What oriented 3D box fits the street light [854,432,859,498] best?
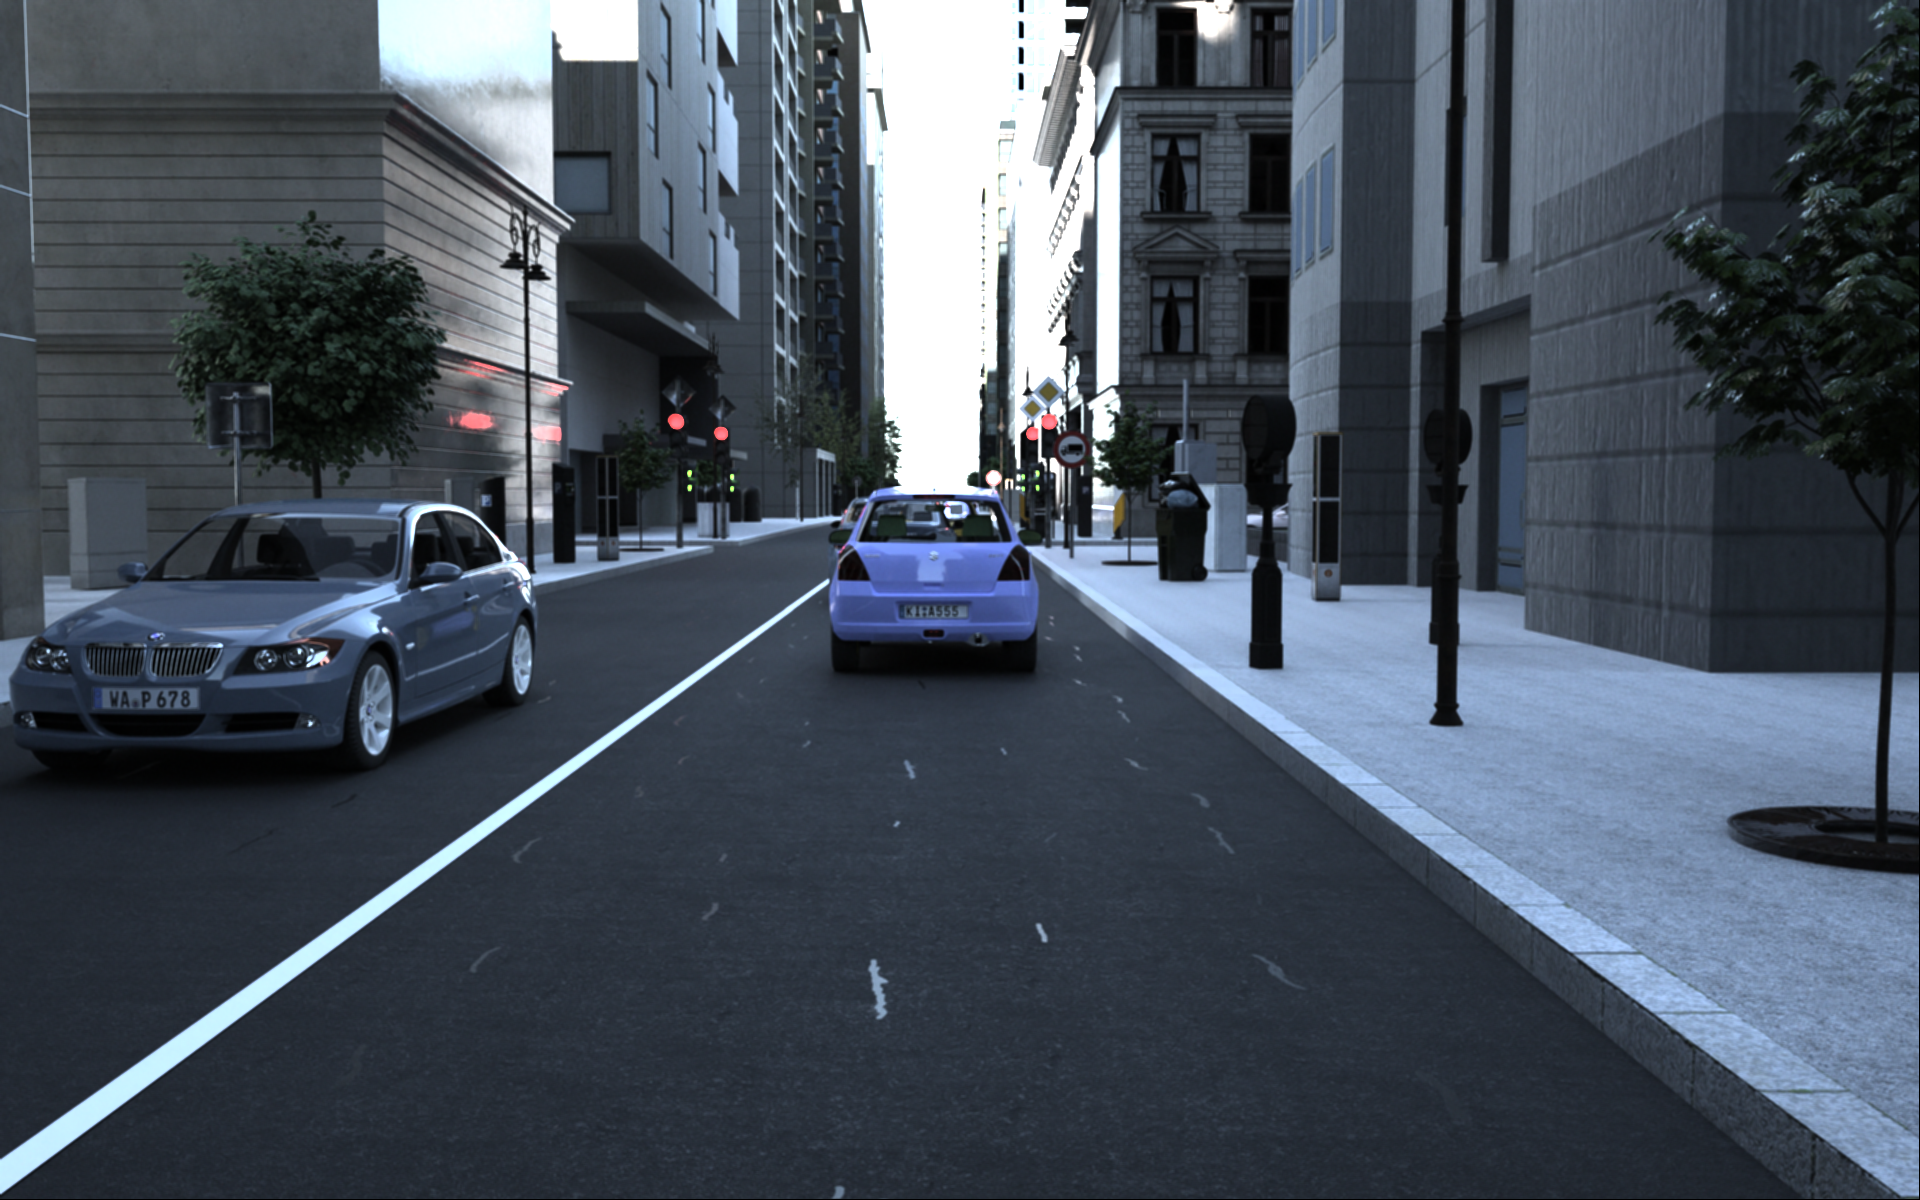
[{"bbox_3d":[-7.588,-9.356,125.764,0.468,5.910,1.993,0,4,0],"label":"street light"}]

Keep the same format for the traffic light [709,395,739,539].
[{"bbox_3d":[-6.681,-3.673,48.967,0.839,4.253,0.868,0,4,0],"label":"traffic light"}]

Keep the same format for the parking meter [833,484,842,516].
[{"bbox_3d":[-7.159,-5.796,100.472,0.399,1.863,0.255,1,4,16],"label":"parking meter"}]

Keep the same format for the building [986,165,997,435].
[{"bbox_3d":[10.218,-32.678,217.878,14.154,41.232,14.086,0,4,0],"label":"building"}]

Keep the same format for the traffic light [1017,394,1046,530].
[{"bbox_3d":[2.030,-3.677,49.034,0.839,4.253,0.868,0,4,0],"label":"traffic light"}]

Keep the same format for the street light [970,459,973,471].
[{"bbox_3d":[1.652,-13.920,200.386,0.468,5.910,1.993,0,4,0],"label":"street light"}]

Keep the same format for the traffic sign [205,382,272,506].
[{"bbox_3d":[-6.608,-0.841,15.888,0.606,2.300,0.079,0,4,2],"label":"traffic sign"}]

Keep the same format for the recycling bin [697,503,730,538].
[{"bbox_3d":[-7.340,-2.386,51.563,0.722,1.027,0.722,-3,4,-37],"label":"recycling bin"}]

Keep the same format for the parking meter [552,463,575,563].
[{"bbox_3d":[-7.368,-1.622,32.233,0.399,1.863,0.255,3,4,38],"label":"parking meter"}]

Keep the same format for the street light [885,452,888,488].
[{"bbox_3d":[-7.965,-13.091,186.817,0.468,5.910,1.993,0,4,0],"label":"street light"}]

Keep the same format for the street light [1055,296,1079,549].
[{"bbox_3d":[2.508,-4.147,40.593,0.468,5.910,1.993,0,4,0],"label":"street light"}]

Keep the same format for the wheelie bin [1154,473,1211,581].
[{"bbox_3d":[3.273,-1.083,25.614,0.693,1.594,0.980,-1,4,-19],"label":"wheelie bin"}]

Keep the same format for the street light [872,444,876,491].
[{"bbox_3d":[-7.723,-11.224,156.306,0.468,5.910,1.993,0,4,0],"label":"street light"}]

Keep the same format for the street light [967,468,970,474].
[{"bbox_3d":[1.489,-15.193,221.189,0.468,5.910,1.993,0,4,0],"label":"street light"}]

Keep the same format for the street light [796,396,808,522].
[{"bbox_3d":[-7.363,-6.585,80.450,0.468,5.910,1.993,0,4,0],"label":"street light"}]

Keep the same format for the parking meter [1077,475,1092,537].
[{"bbox_3d":[3.727,-2.847,52.254,0.255,1.863,0.399,2,4,28],"label":"parking meter"}]

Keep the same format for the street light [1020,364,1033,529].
[{"bbox_3d":[2.400,-5.435,61.655,0.468,5.910,1.993,0,4,0],"label":"street light"}]

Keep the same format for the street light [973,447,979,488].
[{"bbox_3d":[1.801,-12.055,169.892,0.468,5.910,1.993,0,4,0],"label":"street light"}]

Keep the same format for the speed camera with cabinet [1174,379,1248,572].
[{"bbox_3d":[4.236,-2.140,29.326,0.660,3.252,2.038,-1,4,-13],"label":"speed camera with cabinet"}]

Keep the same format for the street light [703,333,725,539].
[{"bbox_3d":[-7.060,-4.711,49.807,0.468,5.910,1.993,0,4,0],"label":"street light"}]

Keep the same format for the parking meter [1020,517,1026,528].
[{"bbox_3d":[2.421,-3.683,65.924,0.255,1.863,0.399,0,4,-3],"label":"parking meter"}]

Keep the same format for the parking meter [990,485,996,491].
[{"bbox_3d":[1.890,-5.714,99.138,0.255,1.863,0.399,2,4,26],"label":"parking meter"}]

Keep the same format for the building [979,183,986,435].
[{"bbox_3d":[13.738,-35.756,239.227,22.147,44.769,28.867,0,4,0],"label":"building"}]

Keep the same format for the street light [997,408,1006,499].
[{"bbox_3d":[2.214,-7.335,92.709,0.468,5.910,1.993,0,4,0],"label":"street light"}]

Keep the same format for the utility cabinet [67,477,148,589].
[{"bbox_3d":[-11.597,-0.912,23.585,0.318,1.500,1.173,1,4,12],"label":"utility cabinet"}]

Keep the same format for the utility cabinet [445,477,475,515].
[{"bbox_3d":[-6.651,-0.876,22.996,0.318,1.500,1.173,-1,4,-20],"label":"utility cabinet"}]

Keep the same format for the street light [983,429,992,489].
[{"bbox_3d":[2.087,-9.200,123.203,0.468,5.910,1.993,0,4,0],"label":"street light"}]

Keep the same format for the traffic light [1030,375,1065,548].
[{"bbox_3d":[2.076,-3.188,41.049,0.839,4.253,0.868,0,4,0],"label":"traffic light"}]

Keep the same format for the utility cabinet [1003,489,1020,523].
[{"bbox_3d":[2.533,-4.177,76.979,1.173,1.500,0.318,1,4,20],"label":"utility cabinet"}]

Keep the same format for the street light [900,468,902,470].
[{"bbox_3d":[-8.182,-16.336,239.872,0.468,5.910,1.993,0,4,0],"label":"street light"}]

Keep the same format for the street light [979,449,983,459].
[{"bbox_3d":[1.952,-10.184,139.292,0.468,5.910,1.993,0,4,0],"label":"street light"}]

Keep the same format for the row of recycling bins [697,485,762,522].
[{"bbox_3d":[-10.781,-4.403,79.106,3.534,1.692,1.069,-2,4,-24],"label":"row of recycling bins"}]

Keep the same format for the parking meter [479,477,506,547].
[{"bbox_3d":[-6.770,-1.020,25.082,0.372,1.533,0.369,0,3,0],"label":"parking meter"}]

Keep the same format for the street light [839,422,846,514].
[{"bbox_3d":[-7.458,-8.450,110.945,0.468,5.910,1.993,0,4,0],"label":"street light"}]

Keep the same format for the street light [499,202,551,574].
[{"bbox_3d":[-6.933,-3.364,27.787,0.468,5.910,1.993,0,4,0],"label":"street light"}]

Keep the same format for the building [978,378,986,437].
[{"bbox_3d":[16.840,-25.953,269.374,27.650,21.520,28.899,0,4,0],"label":"building"}]

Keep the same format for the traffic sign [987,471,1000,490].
[{"bbox_3d":[1.867,-5.881,96.267,0.768,2.556,0.104,0,4,5],"label":"traffic sign"}]

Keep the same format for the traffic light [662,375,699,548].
[{"bbox_3d":[-6.635,-3.184,40.982,0.839,4.253,0.868,0,4,0],"label":"traffic light"}]

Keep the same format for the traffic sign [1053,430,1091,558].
[{"bbox_3d":[2.238,-2.111,34.626,0.768,2.556,0.104,1,4,9],"label":"traffic sign"}]

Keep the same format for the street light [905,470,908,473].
[{"bbox_3d":[-8.418,-18.221,270.703,0.468,5.910,1.993,0,4,0],"label":"street light"}]

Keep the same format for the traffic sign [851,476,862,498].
[{"bbox_3d":[-7.235,-7.417,121.379,0.768,2.556,0.104,0,4,5],"label":"traffic sign"}]

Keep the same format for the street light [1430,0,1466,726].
[{"bbox_3d":[2.711,-2.244,9.474,0.468,5.910,1.993,0,4,0],"label":"street light"}]
